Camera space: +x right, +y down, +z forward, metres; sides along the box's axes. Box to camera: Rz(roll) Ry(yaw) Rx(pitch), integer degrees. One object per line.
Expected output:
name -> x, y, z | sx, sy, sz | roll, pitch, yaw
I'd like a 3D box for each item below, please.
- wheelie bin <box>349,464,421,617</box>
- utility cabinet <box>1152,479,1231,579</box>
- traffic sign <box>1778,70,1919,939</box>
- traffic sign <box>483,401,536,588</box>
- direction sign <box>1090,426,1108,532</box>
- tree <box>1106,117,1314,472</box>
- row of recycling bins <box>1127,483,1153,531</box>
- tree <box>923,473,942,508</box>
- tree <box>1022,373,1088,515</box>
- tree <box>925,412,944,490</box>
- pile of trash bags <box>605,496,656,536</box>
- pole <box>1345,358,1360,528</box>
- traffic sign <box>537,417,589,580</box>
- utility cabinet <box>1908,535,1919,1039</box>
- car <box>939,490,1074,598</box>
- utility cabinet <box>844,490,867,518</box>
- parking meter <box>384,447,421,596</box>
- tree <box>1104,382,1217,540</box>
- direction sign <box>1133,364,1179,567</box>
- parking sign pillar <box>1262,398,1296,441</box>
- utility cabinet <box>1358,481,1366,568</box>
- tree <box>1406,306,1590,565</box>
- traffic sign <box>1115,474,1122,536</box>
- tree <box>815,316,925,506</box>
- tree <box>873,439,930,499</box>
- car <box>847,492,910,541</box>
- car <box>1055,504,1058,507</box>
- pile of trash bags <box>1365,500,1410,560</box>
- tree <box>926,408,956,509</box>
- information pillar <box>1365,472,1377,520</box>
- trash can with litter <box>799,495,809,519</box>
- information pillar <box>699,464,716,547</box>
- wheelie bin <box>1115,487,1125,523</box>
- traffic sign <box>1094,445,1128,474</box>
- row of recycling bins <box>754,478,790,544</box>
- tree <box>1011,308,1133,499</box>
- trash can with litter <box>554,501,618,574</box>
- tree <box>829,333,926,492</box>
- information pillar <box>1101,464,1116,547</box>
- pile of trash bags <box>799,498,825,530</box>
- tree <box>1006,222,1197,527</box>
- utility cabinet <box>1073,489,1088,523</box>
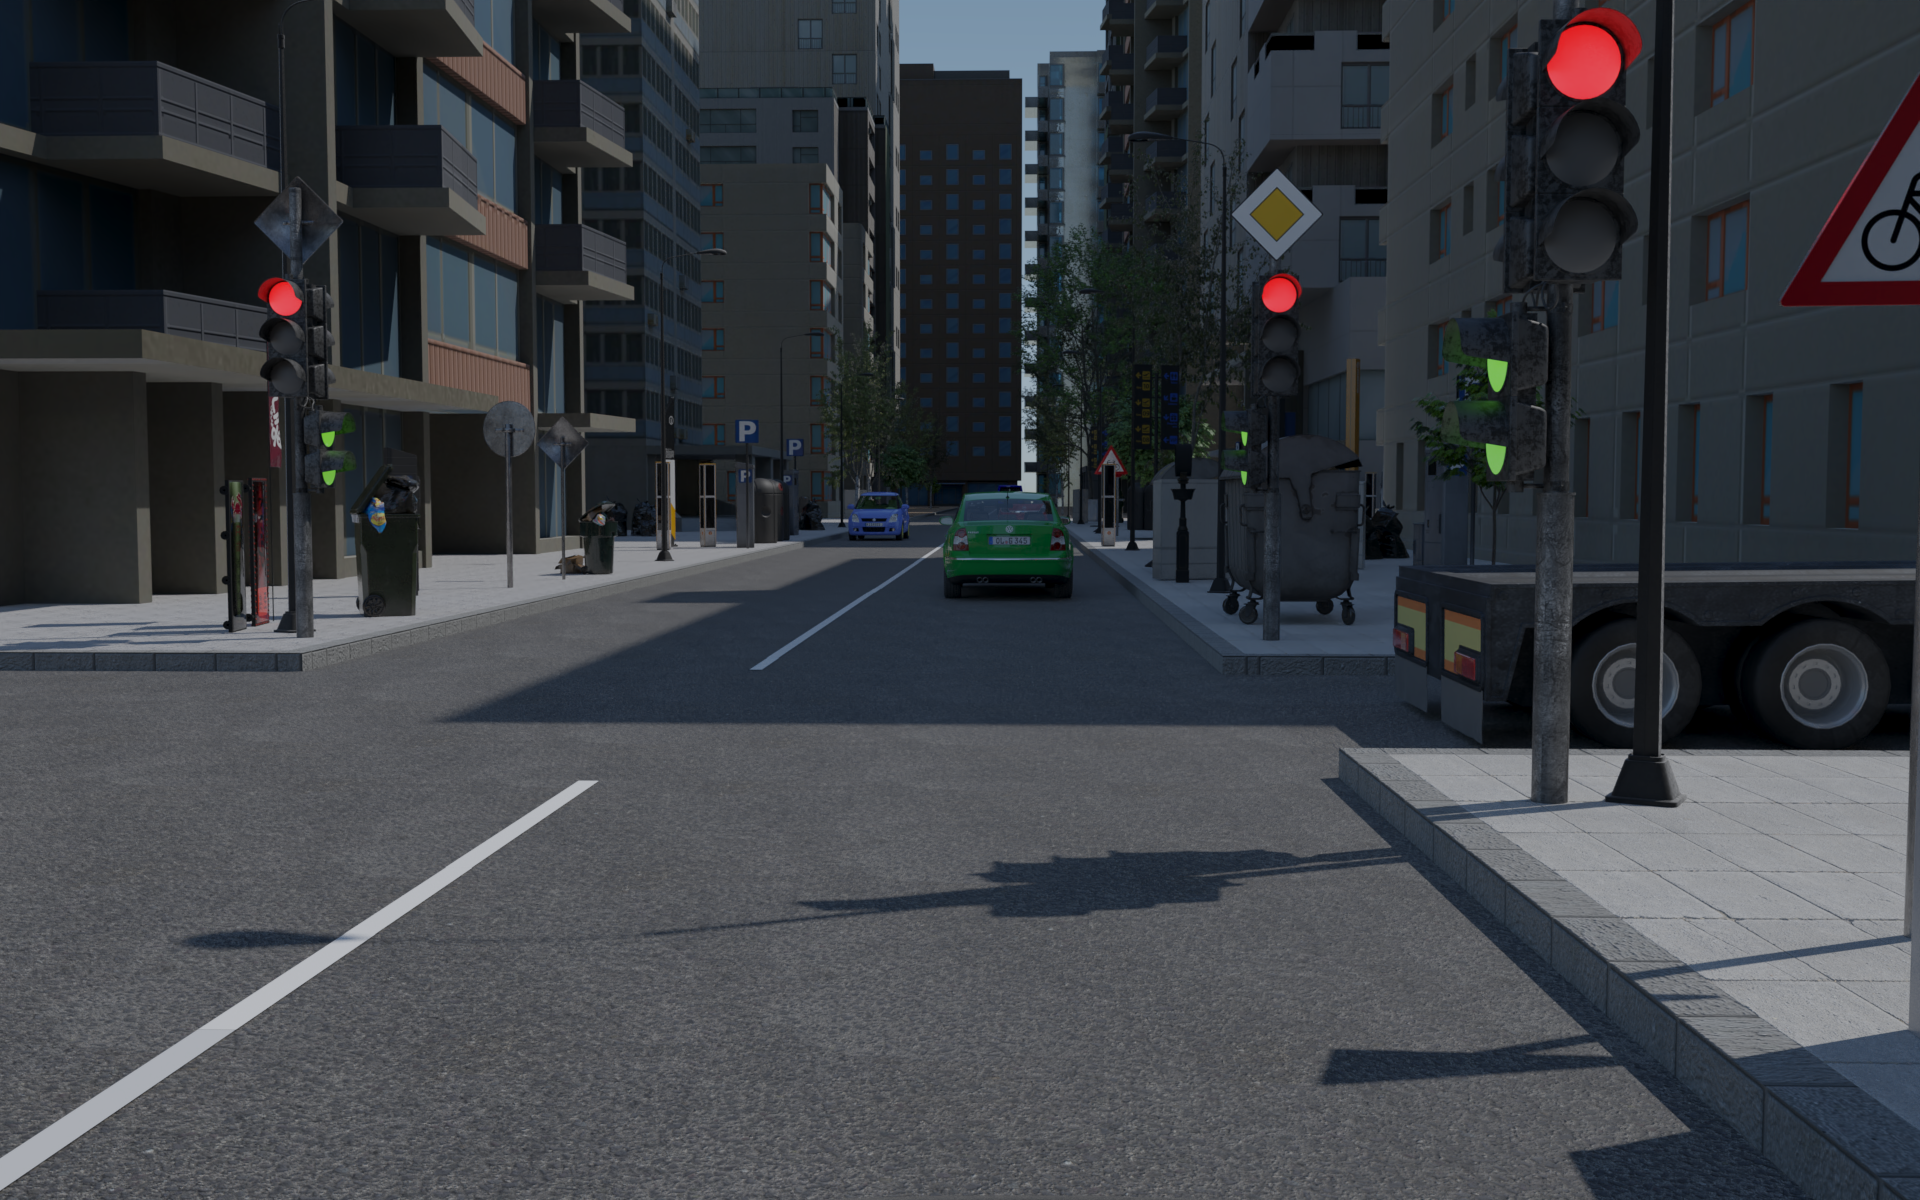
wheelie bin -> -6.070, -0.639, 18.350 | 0.693, 1.594, 0.980 | -2, 4, -25
utility cabinet -> 3.475, -1.055, 25.924 | 1.173, 1.500, 0.318 | -1, 4, -19
traffic sign -> 2.767, -0.302, 4.938 | 0.884, 2.594, 0.081 | 0, 4, 5
traffic sign -> -6.163, -1.440, 23.656 | 0.768, 2.556, 0.104 | 1, 4, 10
direction sign -> 4.676, -4.053, 58.266 | 0.876, 3.537, 0.379 | -3, 5, -44
tree -> 4.767, -5.180, 35.052 | 4.360, 8.622, 3.978 | 0, 3, 0
row of recycling bins -> 7.323, -3.289, 60.896 | 3.534, 1.692, 1.069 | 3, 5, 44
tree -> -2.352, -10.224, 161.765 | 1.663, 3.219, 1.824 | 0, 3, 0
tree -> 6.025, -9.437, 104.654 | 4.737, 8.622, 4.395 | 0, 3, 0
tree -> -3.339, -9.843, 111.294 | 4.737, 8.622, 4.395 | 0, 3, 0
pile of trash bags -> -10.787, -2.639, 52.903 | 3.447, 1.369, 1.912 | -1, 4, -8
pole -> 5.930, -1.979, 26.199 | 0.158, 3.312, 0.155 | 0, 3, 0
traffic sign -> -5.936, -1.511, 25.892 | 0.795, 2.450, 0.064 | 0, 4, 4
utility cabinet -> 2.351, 0.463, 3.599 | 0.306, 1.237, 1.020 | 0, 4, 7
car -> 0.667, -1.001, 25.160 | 1.959, 1.807, 4.718 | 0, 4, 0
utility cabinet -> -5.445, -5.018, 90.715 | 1.173, 1.500, 0.318 | 0, 4, 8
parking meter -> -7.023, -0.986, 21.828 | 0.399, 1.863, 0.255 | -2, 4, -31
tree -> 5.573, -3.981, 48.798 | 4.285, 4.588, 4.351 | 0, 3, 0
direction sign -> 3.440, -2.349, 30.402 | 0.876, 3.537, 0.379 | -1, 4, -20
parking sign pillar -> 7.557, -3.248, 41.569 | 1.447, 3.967, 1.447 | -1, 4, -15
utility cabinet -> 6.338, -1.286, 29.708 | 1.173, 1.500, 0.318 | 1, 4, 21
tree -> 5.441, -1.433, 18.038 | 1.663, 3.219, 1.824 | 0, 3, 0
traffic sign -> 4.784, -3.212, 52.621 | 0.768, 2.556, 0.104 | 0, 4, 4
tree -> -4.319, -7.471, 72.513 | 4.737, 8.622, 4.395 | 0, 3, 0
tree -> -3.479, -7.081, 99.493 | 4.285, 4.588, 4.351 | 0, 3, 0
car -> -2.533, -2.746, 54.488 | 1.945, 1.707, 3.694 | 0, 4, 3
car -> 2.270, -3.090, 59.559 | 2.155, 1.783, 4.494 | 0, 4, 4
pile of trash bags -> 7.569, -1.571, 35.443 | 1.912, 1.369, 3.447 | -2, 4, -28
tree -> -2.466, -12.144, 148.922 | 4.360, 8.622, 3.978 | 0, 3, 0
information pillar -> 13.997, -3.335, 59.019 | 0.304, 2.012, 0.304 | 3, 4, 36
trash can with litter -> -8.228, -4.642, 86.949 | 2.233, 1.210, 1.678 | -1, 4, -20
information pillar -> -6.100, -2.287, 41.883 | 0.304, 2.012, 0.304 | -2, 4, -31
wheelie bin -> 6.805, -4.202, 76.615 | 0.980, 1.594, 0.693 | -3, 4, -38
traffic sign -> 4.026, -2.825, 46.188 | 0.884, 2.594, 0.081 | 0, 4, 4
row of recycling bins -> -5.214, -2.408, 46.477 | 1.069, 1.692, 3.534 | 0, 4, 2
tree -> 6.015, -9.047, 82.324 | 7.601, 10.594, 8.767 | 1, 4, 15
trash can with litter -> -6.018, -1.001, 27.751 | 1.055, 1.170, 0.624 | 1, 4, 22
tree -> -4.048, -7.867, 78.984 | 4.360, 8.622, 3.978 | 0, 3, 0
information pillar -> 3.617, -2.309, 42.245 | 0.304, 2.012, 0.304 | 0, 4, -5
pile of trash bags -> -5.955, -3.214, 62.299 | 1.912, 1.369, 3.447 | -1, 4, -12
tree -> 5.516, -8.675, 67.584 | 9.928, 11.665, 9.643 | 0, 3, 0
utility cabinet -> 5.251, -4.094, 75.623 | 0.318, 1.500, 1.173 | 2, 4, 24
